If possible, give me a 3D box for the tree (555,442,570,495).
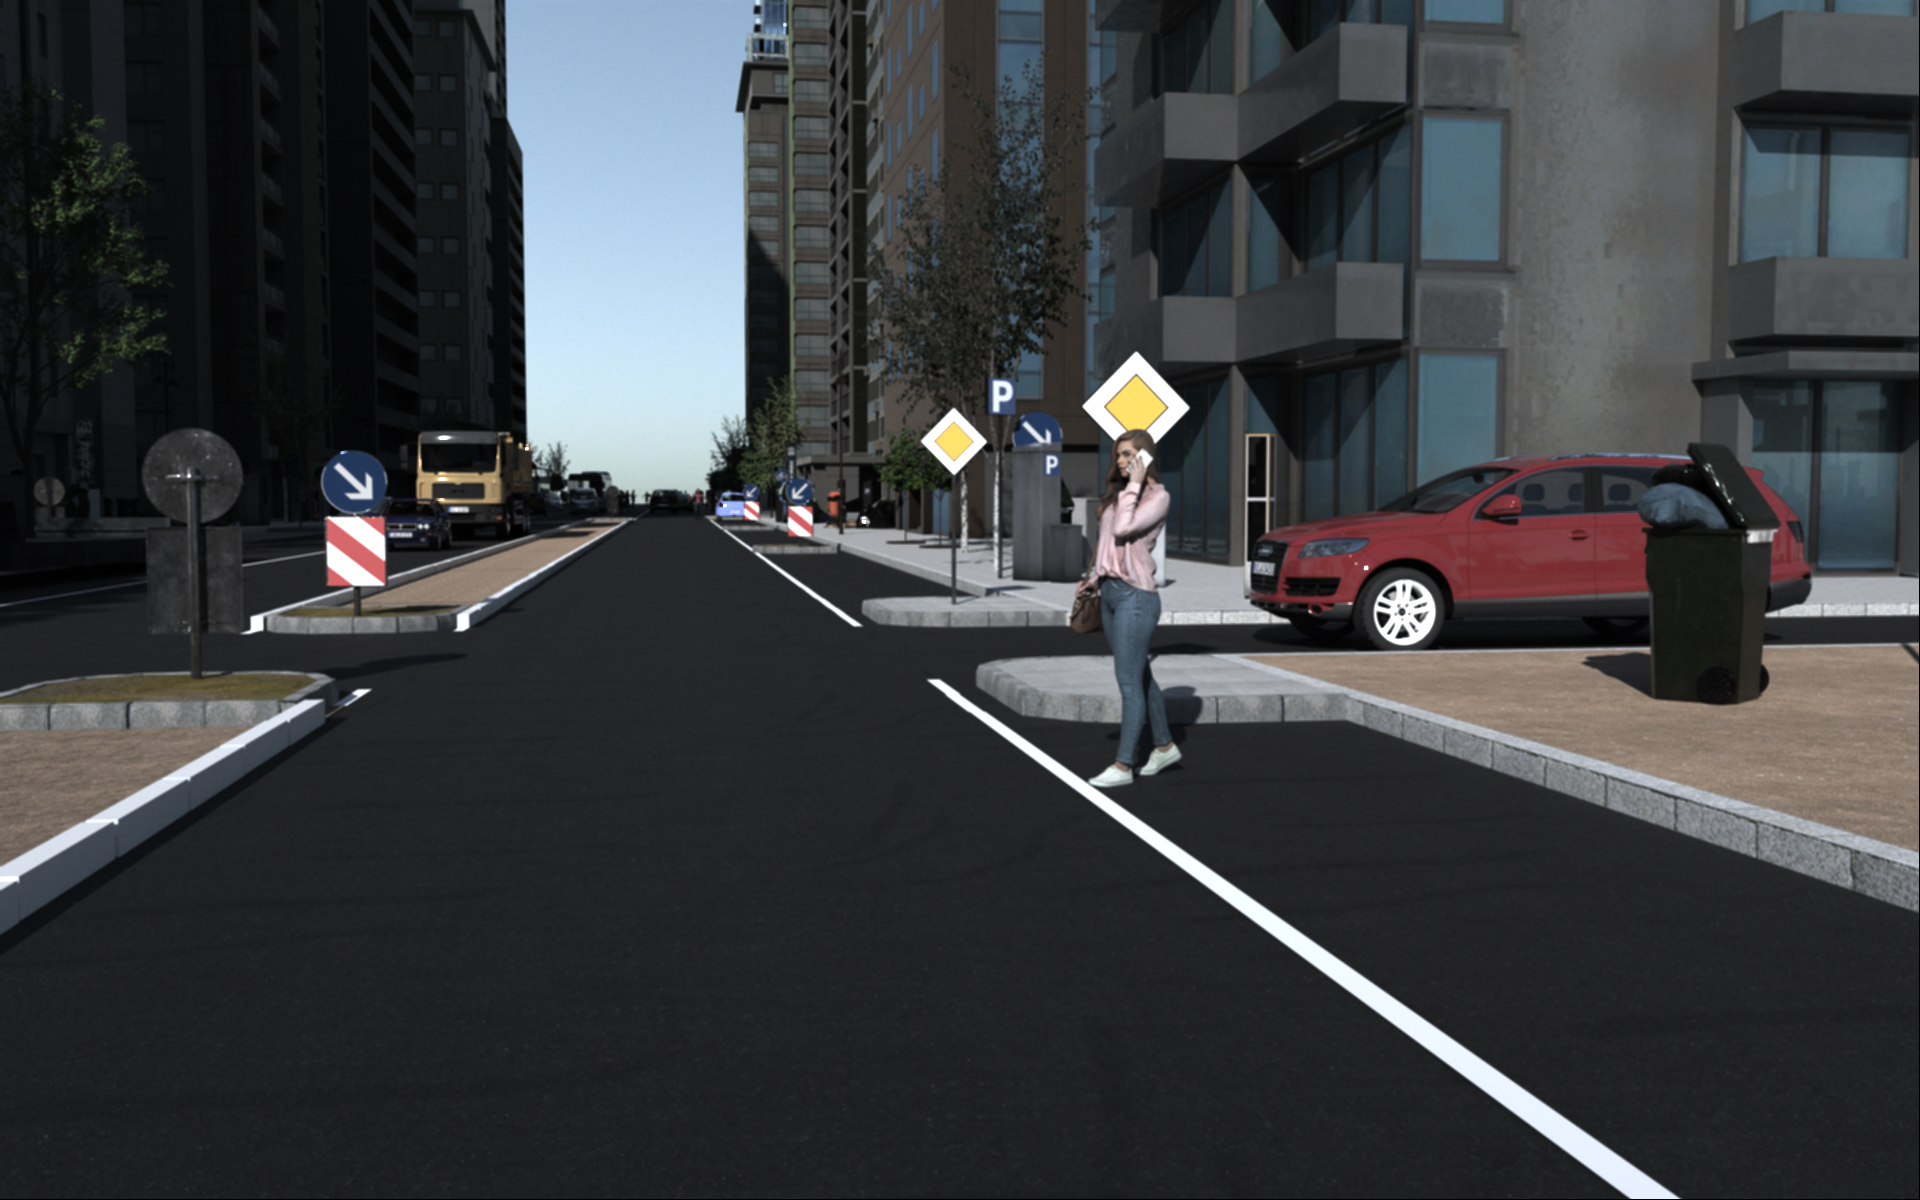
[{"bbox_3d":[-55.825,-17.654,239.003,4.737,8.622,4.395,0,3,0],"label":"tree"}]

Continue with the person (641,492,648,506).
[{"bbox_3d":[-36.611,-11.813,202.356,1.217,1.736,0.721,-2,4,-25],"label":"person"}]

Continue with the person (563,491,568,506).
[{"bbox_3d":[-46.660,-12.036,205.367,0.705,1.814,1.350,2,4,34],"label":"person"}]

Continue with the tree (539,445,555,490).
[{"bbox_3d":[-47.649,-14.543,188.146,4.737,8.622,4.395,0,3,0],"label":"tree"}]

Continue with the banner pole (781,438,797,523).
[{"bbox_3d":[-7.597,-5.314,76.903,0.863,3.779,0.401,3,4,37],"label":"banner pole"}]

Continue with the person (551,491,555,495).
[{"bbox_3d":[-48.434,-12.069,205.928,0.705,1.812,1.348,3,4,37],"label":"person"}]

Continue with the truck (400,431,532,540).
[{"bbox_3d":[-15.553,-3.657,55.710,3.469,3.379,9.791,0,4,-8],"label":"truck"}]

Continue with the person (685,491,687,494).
[{"bbox_3d":[-25.523,-9.321,161.426,1.217,1.766,0.721,1,4,21],"label":"person"}]

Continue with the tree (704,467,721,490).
[{"bbox_3d":[-24.324,-12.167,182.642,4.285,4.588,4.351,0,3,0],"label":"tree"}]

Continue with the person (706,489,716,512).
[{"bbox_3d":[-19.706,-7.945,138.335,1.348,1.831,0.705,2,4,33],"label":"person"}]

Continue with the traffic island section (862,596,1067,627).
[{"bbox_3d":[-0.052,0.132,20.127,2.009,0.180,2.903,-1,4,-9],"label":"traffic island section"}]

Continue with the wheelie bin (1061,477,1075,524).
[{"bbox_3d":[1.347,-1.208,27.662,0.980,1.594,0.693,-3,5,-39],"label":"wheelie bin"}]

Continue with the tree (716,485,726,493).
[{"bbox_3d":[-27.489,-12.612,200.813,1.663,3.219,1.824,0,3,0],"label":"tree"}]

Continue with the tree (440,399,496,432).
[{"bbox_3d":[-39.109,-11.338,135.735,4.737,8.622,4.395,0,3,0],"label":"tree"}]

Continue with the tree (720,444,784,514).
[{"bbox_3d":[-12.836,-7.840,111.899,4.285,4.588,4.351,0,3,0],"label":"tree"}]

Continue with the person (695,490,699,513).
[{"bbox_3d":[-20.240,-7.612,133.751,0.445,1.727,0.742,0,4,-7],"label":"person"}]

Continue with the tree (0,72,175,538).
[{"bbox_3d":[-23.970,-7.232,43.998,9.928,11.665,9.643,0,3,0],"label":"tree"}]

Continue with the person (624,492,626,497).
[{"bbox_3d":[-45.938,-13.932,237.213,0.530,1.710,0.541,0,4,-2],"label":"person"}]

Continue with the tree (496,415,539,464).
[{"bbox_3d":[-42.730,-12.891,161.134,4.737,8.622,4.395,0,3,0],"label":"tree"}]

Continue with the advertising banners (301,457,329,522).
[{"bbox_3d":[-30.287,-5.206,81.303,0.090,3.025,2.074,1,4,19],"label":"advertising banners"}]

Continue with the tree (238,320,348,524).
[{"bbox_3d":[-28.531,-7.537,73.595,4.737,8.622,4.395,0,3,0],"label":"tree"}]

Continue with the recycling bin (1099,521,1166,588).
[{"bbox_3d":[2.381,-0.697,23.949,0.722,1.027,0.722,-1,4,-18],"label":"recycling bin"}]

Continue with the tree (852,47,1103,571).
[{"bbox_3d":[0.566,-4.814,29.076,4.360,8.622,3.978,0,3,0],"label":"tree"}]

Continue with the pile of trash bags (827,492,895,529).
[{"bbox_3d":[-3.292,-3.335,64.273,3.447,1.369,1.912,-2,4,-26],"label":"pile of trash bags"}]

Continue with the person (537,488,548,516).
[{"bbox_3d":[-27.190,-6.384,112.747,0.709,1.838,0.599,0,4,3],"label":"person"}]

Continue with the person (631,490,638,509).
[{"bbox_3d":[-31.795,-9.834,169.156,0.599,1.838,0.709,-2,4,-35],"label":"person"}]

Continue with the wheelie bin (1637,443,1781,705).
[{"bbox_3d":[4.647,-0.177,10.810,0.693,1.594,0.980,3,5,42],"label":"wheelie bin"}]

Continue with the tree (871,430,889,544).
[{"bbox_3d":[-1.526,-3.073,44.847,1.663,3.219,1.824,0,3,0],"label":"tree"}]

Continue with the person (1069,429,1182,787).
[{"bbox_3d":[0.889,0.028,8.628,0.643,1.750,0.593,-1,4,-22],"label":"person"}]

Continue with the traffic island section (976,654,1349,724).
[{"bbox_3d":[1.247,0.614,12.248,2.009,0.180,2.903,-1,4,-9],"label":"traffic island section"}]

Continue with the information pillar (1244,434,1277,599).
[{"bbox_3d":[3.677,-1.023,21.213,0.304,2.012,0.304,2,4,26],"label":"information pillar"}]

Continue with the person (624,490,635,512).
[{"bbox_3d":[-26.883,-8.012,140.213,1.217,1.735,0.721,1,4,15],"label":"person"}]

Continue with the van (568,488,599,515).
[{"bbox_3d":[-25.599,-6.785,117.949,2.013,2.044,4.112,0,4,-8],"label":"van"}]

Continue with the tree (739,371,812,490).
[{"bbox_3d":[-10.743,-9.394,103.955,4.737,8.622,4.395,0,3,0],"label":"tree"}]

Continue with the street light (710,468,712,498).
[{"bbox_3d":[-36.149,-17.061,251.736,0.468,5.910,1.993,-1,4,-9],"label":"street light"}]

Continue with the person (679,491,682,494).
[{"bbox_3d":[-28.784,-10.377,178.950,0.721,1.735,1.217,0,4,6],"label":"person"}]

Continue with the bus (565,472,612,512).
[{"bbox_3d":[-29.307,-8.719,137.407,2.948,3.499,13.247,0,4,-8],"label":"bus"}]

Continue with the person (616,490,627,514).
[{"bbox_3d":[-24.616,-7.110,125.464,0.721,1.736,1.217,3,5,42],"label":"person"}]

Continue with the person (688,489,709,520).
[{"bbox_3d":[-14.708,-5.392,97.377,1.217,1.743,0.721,-1,4,-9],"label":"person"}]

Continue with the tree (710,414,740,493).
[{"bbox_3d":[-20.615,-12.712,158.203,4.737,8.622,4.395,0,3,0],"label":"tree"}]

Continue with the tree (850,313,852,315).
[{"bbox_3d":[-0.132,-5.342,37.697,4.360,8.622,3.978,0,3,0],"label":"tree"}]

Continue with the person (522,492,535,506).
[{"bbox_3d":[-23.522,-5.193,94.198,0.721,1.735,1.217,1,4,19],"label":"person"}]

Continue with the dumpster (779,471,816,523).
[{"bbox_3d":[-7.085,-4.470,75.570,1.502,2.255,1.985,-1,4,-9],"label":"dumpster"}]

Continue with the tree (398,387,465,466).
[{"bbox_3d":[-36.185,-10.296,118.699,4.360,8.622,3.978,0,3,0],"label":"tree"}]

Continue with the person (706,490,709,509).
[{"bbox_3d":[-24.615,-9.803,168.796,0.705,1.823,1.348,-1,4,-9],"label":"person"}]

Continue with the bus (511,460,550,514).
[{"bbox_3d":[-31.613,-8.227,126.058,2.896,3.916,12.252,-1,4,-9],"label":"bus"}]

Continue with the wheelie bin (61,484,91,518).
[{"bbox_3d":[-26.556,-2.701,52.077,0.693,1.594,0.980,-3,5,-44],"label":"wheelie bin"}]

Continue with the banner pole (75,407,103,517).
[{"bbox_3d":[-24.862,-3.644,49.594,0.863,3.779,0.401,-2,4,-33],"label":"banner pole"}]

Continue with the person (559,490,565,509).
[{"bbox_3d":[-38.108,-9.612,165.676,0.705,1.822,1.348,1,4,21],"label":"person"}]

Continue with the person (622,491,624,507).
[{"bbox_3d":[-37.041,-11.116,190.797,0.434,1.755,0.990,0,4,-5],"label":"person"}]

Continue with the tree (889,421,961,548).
[{"bbox_3d":[-0.404,-2.865,41.447,1.663,3.219,1.824,0,3,0],"label":"tree"}]

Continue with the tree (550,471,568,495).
[{"bbox_3d":[-56.915,-15.909,243.824,4.285,4.588,4.351,0,3,0],"label":"tree"}]

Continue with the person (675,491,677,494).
[{"bbox_3d":[-27.415,-9.661,167.011,0.990,1.755,0.434,1,4,10],"label":"person"}]

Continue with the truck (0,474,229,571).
[{"bbox_3d":[-15.398,-2.289,27.192,2.967,4.110,18.799,0,4,-8],"label":"truck"}]

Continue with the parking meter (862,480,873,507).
[{"bbox_3d":[-3.768,-3.961,70.470,0.399,1.863,0.255,0,4,4],"label":"parking meter"}]

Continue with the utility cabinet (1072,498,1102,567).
[{"bbox_3d":[2.268,-1.206,30.875,0.306,1.237,1.020,1,4,20],"label":"utility cabinet"}]
